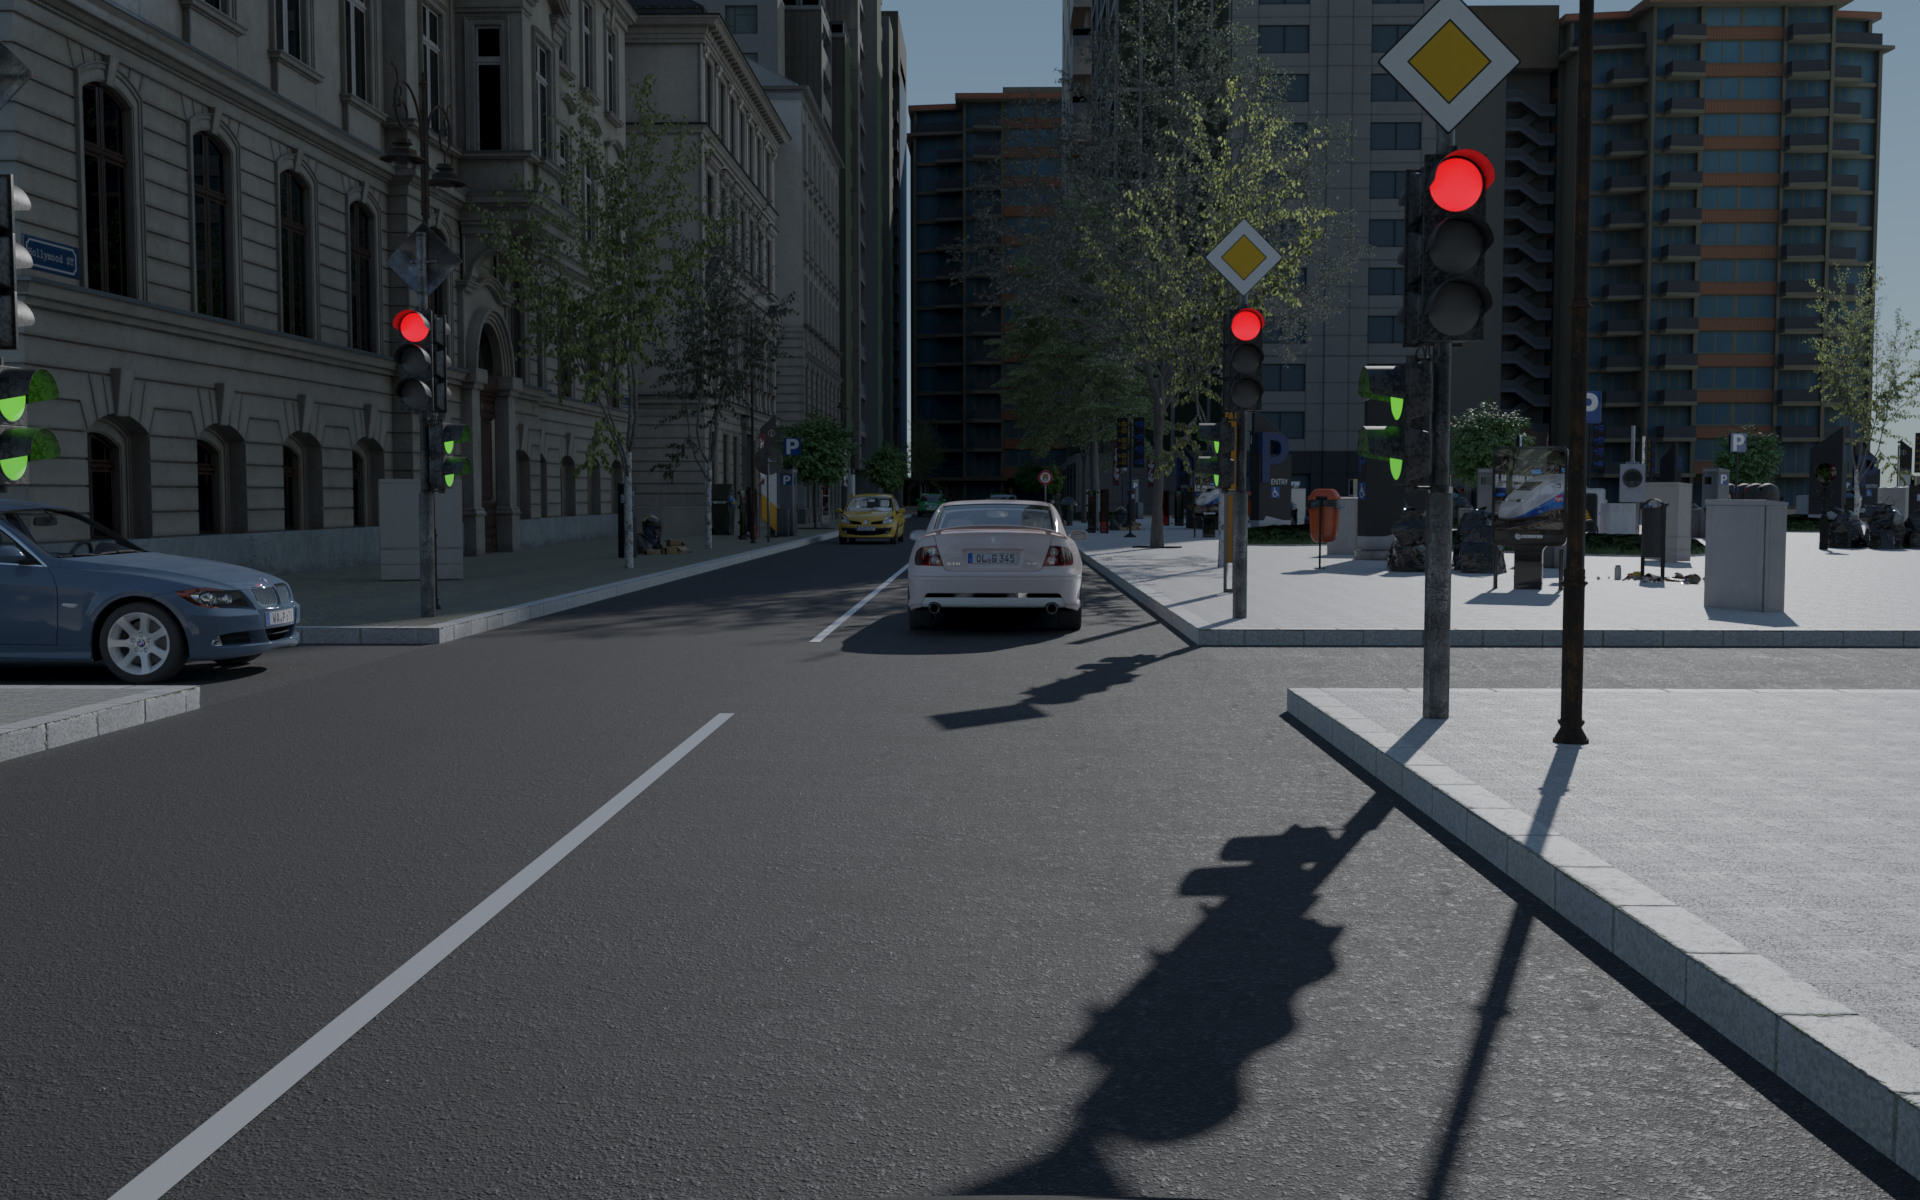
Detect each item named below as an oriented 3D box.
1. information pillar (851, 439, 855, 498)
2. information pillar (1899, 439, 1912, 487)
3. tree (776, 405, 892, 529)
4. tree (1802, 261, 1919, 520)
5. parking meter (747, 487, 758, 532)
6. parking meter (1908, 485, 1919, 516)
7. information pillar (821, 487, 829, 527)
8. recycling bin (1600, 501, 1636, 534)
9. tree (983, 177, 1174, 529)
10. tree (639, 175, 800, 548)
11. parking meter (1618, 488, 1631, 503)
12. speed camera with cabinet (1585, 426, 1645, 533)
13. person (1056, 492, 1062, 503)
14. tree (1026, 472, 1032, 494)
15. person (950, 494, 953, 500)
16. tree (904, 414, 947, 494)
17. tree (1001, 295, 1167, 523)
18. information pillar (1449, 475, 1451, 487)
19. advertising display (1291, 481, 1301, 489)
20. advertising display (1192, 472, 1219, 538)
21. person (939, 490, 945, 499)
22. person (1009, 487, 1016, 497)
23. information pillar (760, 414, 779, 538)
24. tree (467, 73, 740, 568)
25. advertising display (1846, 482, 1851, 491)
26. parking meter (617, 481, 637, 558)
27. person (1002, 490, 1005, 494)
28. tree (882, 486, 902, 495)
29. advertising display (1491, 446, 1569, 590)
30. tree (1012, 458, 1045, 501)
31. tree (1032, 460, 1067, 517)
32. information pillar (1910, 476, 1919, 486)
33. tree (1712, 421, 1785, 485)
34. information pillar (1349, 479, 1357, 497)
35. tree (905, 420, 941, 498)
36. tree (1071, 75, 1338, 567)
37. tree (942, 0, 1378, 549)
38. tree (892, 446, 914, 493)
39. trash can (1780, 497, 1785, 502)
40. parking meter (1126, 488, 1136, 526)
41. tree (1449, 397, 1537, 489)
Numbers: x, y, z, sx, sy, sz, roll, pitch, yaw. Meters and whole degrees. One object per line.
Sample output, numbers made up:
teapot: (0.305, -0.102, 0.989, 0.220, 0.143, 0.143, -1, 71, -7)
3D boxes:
information pillar: (-4.552, -5.034, 73.661, 0.183, 3.616, 0.504, 0, 4, 8)
information pillar: (40.349, -5.053, 73.973, 0.504, 3.616, 0.183, 1, 4, 20)
tree: (-5.273, -4.908, 63.961, 4.285, 4.588, 4.351, 0, 3, 0)
tree: (28.423, -6.363, 54.397, 4.360, 8.622, 3.978, 0, 3, 0)
parking meter: (-7.041, -3.075, 58.683, 0.372, 1.533, 0.369, 0, 3, 0)
parking meter: (25.409, -2.301, 46.029, 0.372, 1.533, 0.369, 0, 3, 0)
information pillar: (-5.237, -3.833, 67.169, 0.304, 2.012, 0.304, -1, 4, -13)
recycling bin: (17.970, -2.126, 47.317, 0.722, 1.027, 0.722, 0, 4, 0)
tree: (4.527, -8.842, 62.688, 7.486, 12.596, 7.792, 0, 3, 0)
tree: (-5.910, -5.538, 40.906, 4.360, 8.622, 3.978, 0, 3, 0)
parking meter: (27.101, -3.818, 70.831, 0.372, 1.533, 0.369, 0, 3, 0)
speed camera with cabinet: (18.753, -3.418, 50.215, 2.038, 3.252, 0.660, 1, 4, 19)
person: (9.779, -10.041, 172.670, 1.348, 1.824, 0.705, -3, 5, -43)
tree: (6.131, -9.526, 150.358, 1.663, 3.219, 1.824, 0, 3, 0)
person: (-0.856, -9.029, 159.382, 0.557, 1.426, 1.065, 2, 4, 26)
tree: (-3.127, -12.724, 158.399, 4.737, 8.622, 4.395, 0, 3, 0)
tree: (5.261, -8.665, 76.080, 8.767, 10.594, 7.601, 3, 4, 38)
information pillar: (18.546, -3.767, 66.077, 0.304, 2.012, 0.304, 0, 4, 8)
advertising display: (15.995, -4.801, 83.707, 0.974, 1.923, 0.123, -1, 4, -17)
advertising display: (7.342, -2.804, 51.062, 0.974, 1.923, 0.123, -1, 4, -8)
person: (-1.545, -7.534, 132.418, 1.217, 1.736, 0.721, 3, 5, 43)
person: (2.791, -5.280, 94.833, 0.705, 1.822, 1.348, 2, 4, 34)
information pillar: (-5.617, -3.643, 50.920, 0.504, 3.616, 0.183, -2, 4, -27)
tree: (-5.983, -4.857, 29.775, 4.737, 8.622, 4.395, 0, 3, 0)
advertising display: (45.776, -5.192, 90.110, 0.974, 1.923, 0.123, 1, 4, 14)
parking meter: (-6.698, -1.617, 34.848, 0.372, 1.533, 0.369, 0, 3, 0)
person: (4.083, -9.318, 160.864, 0.705, 1.822, 1.348, -1, 4, -16)
tree: (-4.484, -7.290, 113.793, 1.663, 3.219, 1.824, 0, 3, 0)
advertising display: (7.661, -1.106, 23.301, 0.974, 1.923, 0.123, 2, 4, 27)
tree: (6.334, -10.570, 156.529, 4.285, 4.588, 4.351, 0, 3, 0)
tree: (5.309, -6.284, 97.346, 1.663, 3.219, 1.824, 0, 3, 0)
information pillar: (38.085, -3.949, 69.053, 0.304, 2.012, 0.304, -1, 4, -11)
tree: (35.639, -5.794, 78.453, 4.285, 4.588, 4.351, 0, 3, 0)
information pillar: (19.519, -4.989, 86.057, 0.304, 2.012, 0.304, -3, 5, -43)
tree: (-3.863, -13.469, 170.578, 4.360, 8.622, 3.978, 0, 3, 0)
tree: (4.407, -4.890, 30.315, 4.360, 8.622, 3.978, 0, 3, 0)
tree: (4.730, -7.965, 40.593, 12.009, 13.543, 11.850, 0, 3, 0)
tree: (-4.232, -7.259, 102.392, 4.285, 4.588, 4.351, 0, 3, 0)
trash can: (39.503, -4.413, 83.803, 0.748, 1.137, 0.748, 0, 3, 0)
parking meter: (6.889, -3.753, 69.771, 0.372, 1.533, 0.369, 0, 3, 0)
tree: (17.814, -4.594, 58.823, 4.285, 4.588, 4.351, 0, 3, 0)
